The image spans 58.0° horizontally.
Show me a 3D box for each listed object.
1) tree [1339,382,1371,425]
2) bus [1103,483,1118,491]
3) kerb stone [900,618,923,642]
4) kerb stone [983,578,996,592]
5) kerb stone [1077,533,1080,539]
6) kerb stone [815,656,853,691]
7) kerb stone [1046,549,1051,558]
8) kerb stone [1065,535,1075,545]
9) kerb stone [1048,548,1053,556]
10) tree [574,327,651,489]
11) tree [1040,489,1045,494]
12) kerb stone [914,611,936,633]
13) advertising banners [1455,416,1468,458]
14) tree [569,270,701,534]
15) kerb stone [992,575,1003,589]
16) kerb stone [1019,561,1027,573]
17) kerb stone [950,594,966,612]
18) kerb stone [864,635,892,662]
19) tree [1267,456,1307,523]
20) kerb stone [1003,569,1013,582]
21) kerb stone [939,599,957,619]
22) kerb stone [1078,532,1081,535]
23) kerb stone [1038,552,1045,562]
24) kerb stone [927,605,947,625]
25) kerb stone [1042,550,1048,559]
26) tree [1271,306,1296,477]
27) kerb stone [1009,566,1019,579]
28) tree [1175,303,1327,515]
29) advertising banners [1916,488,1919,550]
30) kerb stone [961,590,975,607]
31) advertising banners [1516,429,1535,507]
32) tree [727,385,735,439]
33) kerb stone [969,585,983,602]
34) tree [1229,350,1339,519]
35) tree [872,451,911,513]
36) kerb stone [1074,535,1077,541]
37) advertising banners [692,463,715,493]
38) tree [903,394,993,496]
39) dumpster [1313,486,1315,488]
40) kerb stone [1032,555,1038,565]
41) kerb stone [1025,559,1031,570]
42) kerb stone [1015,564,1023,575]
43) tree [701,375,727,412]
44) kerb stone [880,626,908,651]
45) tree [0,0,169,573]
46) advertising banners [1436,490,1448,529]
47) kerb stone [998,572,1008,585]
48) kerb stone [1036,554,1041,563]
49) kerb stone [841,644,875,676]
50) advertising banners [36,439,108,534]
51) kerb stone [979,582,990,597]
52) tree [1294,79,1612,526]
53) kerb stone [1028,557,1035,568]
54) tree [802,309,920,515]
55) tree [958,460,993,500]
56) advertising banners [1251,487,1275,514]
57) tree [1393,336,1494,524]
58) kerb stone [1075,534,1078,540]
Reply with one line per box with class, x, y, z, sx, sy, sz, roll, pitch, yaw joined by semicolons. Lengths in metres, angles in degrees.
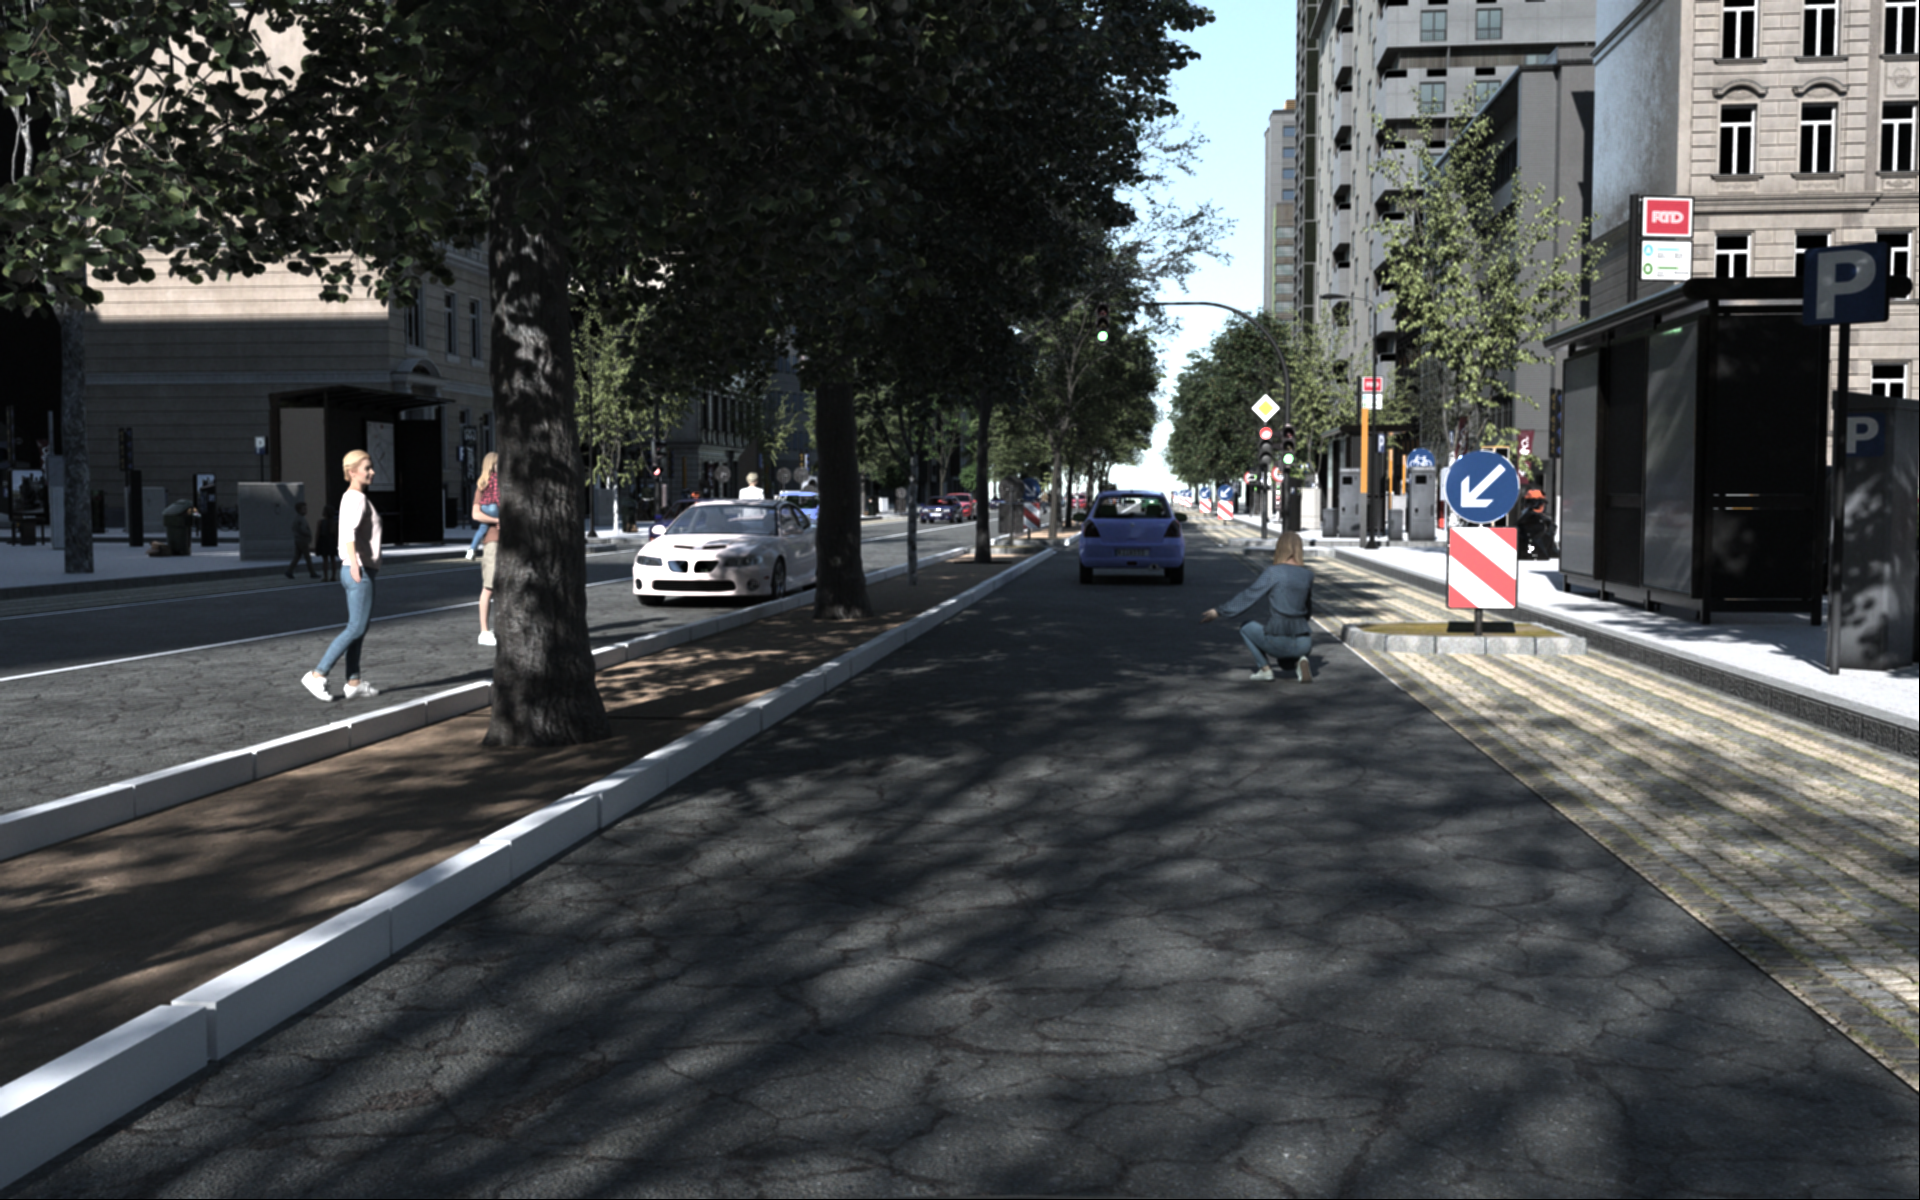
tree;25.248;-9.884;111.965;4.360;8.622;3.978;0;3;0
bus;23.292;-16.869;270.672;2.948;3.499;13.247;0;4;7
kerb stone;-0.519;0.318;17.108;0.120;0.150;1.000;0;4;6
kerb stone;0.383;-0.186;25.244;0.120;0.150;1.000;0;4;6
kerb stone;3.525;-1.899;53.353;0.120;0.150;1.000;0;4;6
kerb stone;-0.972;0.560;13.033;0.120;0.150;1.000;0;4;6
kerb stone;1.870;-0.991;38.486;0.120;0.150;1.000;0;4;6
kerb stone;3.185;-1.715;50.301;0.120;0.150;1.000;0;4;6
kerb stone;1.984;-1.058;39.502;0.120;0.150;1.000;0;4;6
tree;-15.653;-7.737;76.865;4.360;8.622;3.978;0;3;0
tree;11.958;-16.139;258.470;1.663;3.219;1.824;0;3;0
kerb stone;-0.404;0.249;18.123;0.120;0.150;1.000;0;4;6
advertising banners;11.458;-2.574;38.274;0.090;3.025;2.074;-1;4;-11
tree;-11.410;-6.461;55.995;4.737;8.622;4.395;0;3;0
kerb stone;0.508;-0.249;26.268;0.120;0.150;1.000;0;4;6
kerb stone;1.076;-0.560;31.351;0.120;0.150;1.000;0;4;6
kerb stone;-0.069;0.063;21.172;0.120;0.150;1.000;0;4;6
kerb stone;-0.750;0.440;15.071;0.120;0.150;1.000;0;4;6
tree;14.428;-4.990;76.188;1.663;3.219;1.824;0;3;0
kerb stone;0.731;-0.373;28.301;0.120;0.150;1.000;0;4;6
kerb stone;-0.178;0.125;20.155;0.120;0.150;1.000;0;4;6
kerb stone;3.644;-1.961;54.370;0.120;0.150;1.000;0;4;6
kerb stone;1.642;-0.872;36.450;0.120;0.150;1.000;0;4;6
kerb stone;-0.295;0.187;19.140;0.120;0.150;1.000;0;4;6
kerb stone;1.755;-0.934;37.468;0.120;0.150;1.000;0;4;6
tree;13.466;-6.990;64.652;4.737;8.622;4.395;0;3;0
kerb stone;0.852;-0.436;29.316;0.120;0.150;1.000;0;4;6
tree;17.829;-11.458;104.345;9.611;12.733;9.660;0;3;0
advertising banners;19.819;-2.506;37.154;2.074;3.025;0.090;0;4;5
kerb stone;0.049;0.004;22.189;0.120;0.150;1.000;0;4;6
advertising banners;14.879;-3.151;47.707;0.090;3.025;2.074;-3;4;-39
tree;-11.403;-9.099;99.129;4.737;8.622;4.395;0;3;0
kerb stone;0.168;-0.062;23.211;0.120;0.150;1.000;0;4;6
tree;15.995;-8.402;87.742;4.360;8.622;3.978;0;3;0
tree;-4.408;-8.190;117.620;4.285;4.588;4.351;0;3;0
kerb stone;3.300;-1.781;51.317;0.120;0.150;1.000;0;4;6
advertising banners;-15.066;-6.335;99.768;2.074;3.025;0.090;-2;4;-28
tree;-1.311;-13.034;138.867;9.928;11.665;9.643;0;3;0
dumpster;17.808;-4.959;83.575;1.502;2.255;1.985;0;4;6
kerb stone;1.406;-0.747;34.404;0.120;0.150;1.000;0;4;6
kerb stone;1.183;-0.621;32.368;0.120;0.150;1.000;0;4;6
kerb stone;0.954;-0.498;30.336;0.120;0.150;1.000;0;4;6
tree;-10.751;-6.784;61.285;4.737;8.622;4.395;0;3;0
kerb stone;-0.639;0.374;16.088;0.120;0.150;1.000;0;4;6
tree;-13.544;-10.579;28.859;12.611;20.169;13.585;0;3;0
advertising banners;17.767;-4.133;63.756;0.090;3.025;2.074;-2;4;-34
kerb stone;0.617;-0.305;27.285;0.120;0.150;1.000;0;4;6
kerb stone;1.522;-0.805;35.427;0.120;0.150;1.000;0;4;6
kerb stone;-0.853;0.498;14.048;0.120;0.150;1.000;0;4;6
advertising banners;-28.543;-3.639;55.689;0.090;3.025;2.074;3;5;45
kerb stone;0.277;-0.118;24.228;0.120;0.150;1.000;0;4;6
tree;9.079;-4.941;31.148;4.737;8.622;4.395;0;3;0
kerb stone;1.298;-0.682;33.384;0.120;0.150;1.000;0;4;6
tree;-5.973;-11.503;106.201;7.486;12.596;7.792;0;3;0
tree;1.480;-11.195;166.747;4.285;4.588;4.351;0;3;0
advertising banners;19.615;-7.026;111.055;2.074;3.025;0.090;0;4;-4
tree;20.930;-7.636;75.217;4.360;8.622;3.978;0;3;0
kerb stone;3.414;-1.844;52.337;0.120;0.150;1.000;0;4;6
